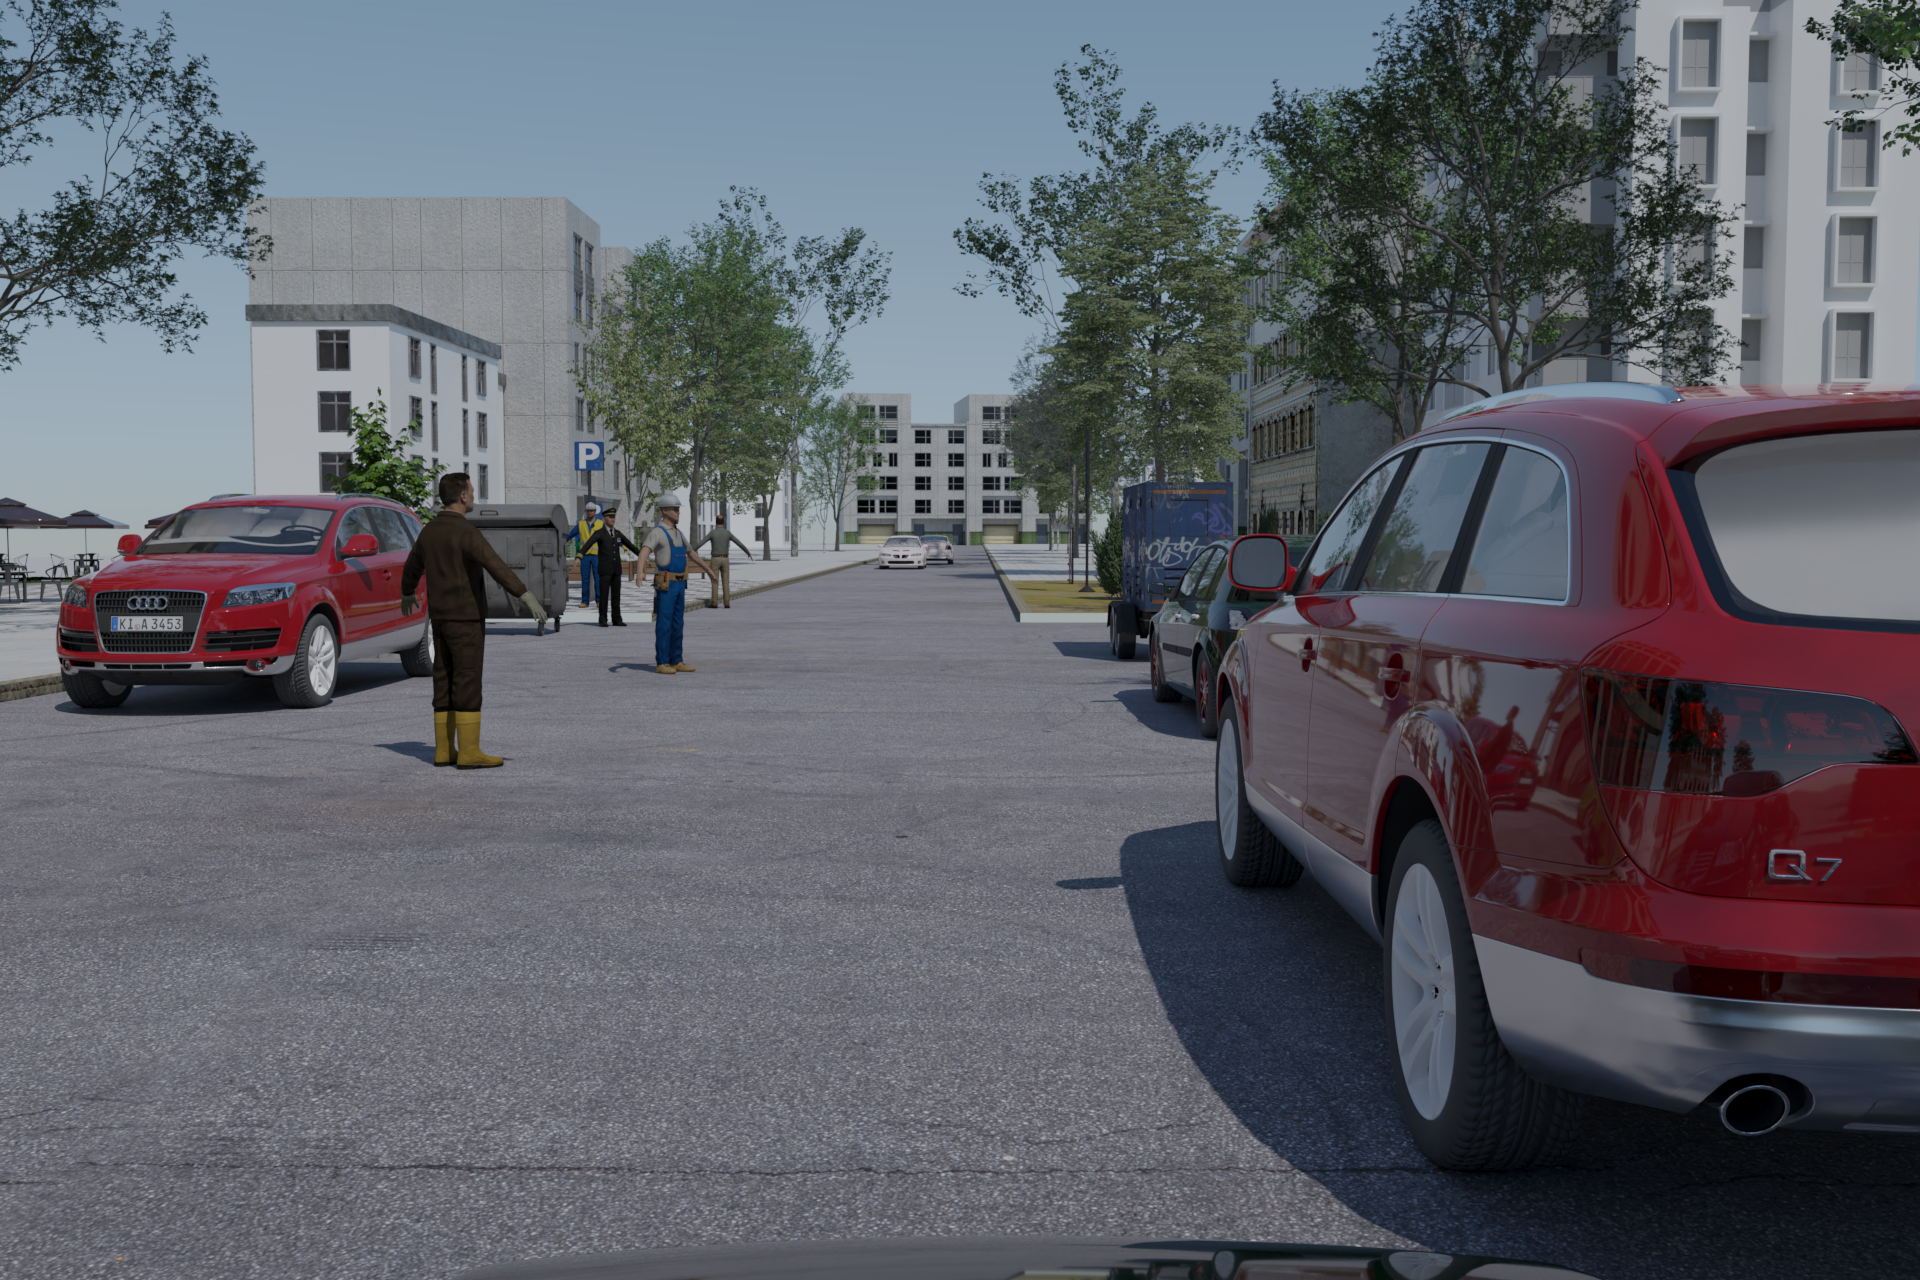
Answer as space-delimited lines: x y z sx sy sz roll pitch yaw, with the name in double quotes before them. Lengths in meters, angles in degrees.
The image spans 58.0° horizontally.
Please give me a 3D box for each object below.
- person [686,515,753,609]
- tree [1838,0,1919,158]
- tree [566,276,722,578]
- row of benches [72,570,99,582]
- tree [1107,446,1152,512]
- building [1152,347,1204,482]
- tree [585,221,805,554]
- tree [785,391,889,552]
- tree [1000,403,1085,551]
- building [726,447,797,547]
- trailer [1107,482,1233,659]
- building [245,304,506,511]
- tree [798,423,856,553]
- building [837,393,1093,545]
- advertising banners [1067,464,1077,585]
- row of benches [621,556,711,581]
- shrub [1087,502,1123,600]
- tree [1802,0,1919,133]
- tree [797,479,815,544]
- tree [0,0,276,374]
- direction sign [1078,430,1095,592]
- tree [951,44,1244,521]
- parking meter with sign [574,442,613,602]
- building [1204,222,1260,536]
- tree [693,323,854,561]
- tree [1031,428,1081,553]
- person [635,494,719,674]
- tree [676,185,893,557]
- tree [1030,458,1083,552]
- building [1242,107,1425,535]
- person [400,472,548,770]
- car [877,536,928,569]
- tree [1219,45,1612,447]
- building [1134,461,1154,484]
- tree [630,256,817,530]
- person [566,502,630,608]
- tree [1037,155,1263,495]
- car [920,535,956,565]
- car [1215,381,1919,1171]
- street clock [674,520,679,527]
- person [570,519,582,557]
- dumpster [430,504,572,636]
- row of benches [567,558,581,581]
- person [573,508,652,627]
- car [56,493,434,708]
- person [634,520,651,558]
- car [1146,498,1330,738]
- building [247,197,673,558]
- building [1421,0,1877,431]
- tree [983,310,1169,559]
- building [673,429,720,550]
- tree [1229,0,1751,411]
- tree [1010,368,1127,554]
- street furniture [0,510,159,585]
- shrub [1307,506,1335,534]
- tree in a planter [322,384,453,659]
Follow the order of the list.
"person" -4.632 -1.507 33.374 1.348 1.796 0.705 -1 4 -20
"tree" 8.163 -5.160 10.123 9.928 11.665 9.643 0 3 0
"tree" -9.347 -6.108 50.228 4.737 8.622 4.395 0 3 0
"row of benches" -13.723 -0.887 29.962 4.104 0.672 1.422 2 4 27
"tree" 23.267 -18.841 218.421 12.009 13.543 11.850 0 3 0
"building" 24.138 -19.202 170.374 16.016 20.090 11.380 0 4 1
"tree" -8.787 -8.058 57.503 9.928 11.665 9.643 0 3 0
"tree" -9.008 -12.279 126.518 9.928 11.665 9.643 0 3 0
"tree" 6.907 -12.591 131.625 9.928 11.665 9.643 0 3 0
"building" -21.462 -14.564 180.270 9.099 9.664 28.070 0 3 0
"trailer" 2.504 -0.845 20.870 1.471 1.999 3.904 0 3 0
"building" -24.976 -8.275 77.448 9.099 9.664 28.070 0 4 1
"tree" -9.137 -10.099 115.473 4.360 8.622 3.978 0 3 0
"building" 0.158 -21.800 225.339 31.486 18.905 16.747 0 4 -7
"advertising banners" 2.865 -2.943 44.305 0.090 3.025 2.074 0 4 0
"row of benches" -8.440 -1.992 48.024 1.422 0.672 4.104 3 5 45
"shrub" 3.378 -1.826 33.904 1.661 2.075 1.752 0 3 0
"tree" 23.929 -11.125 37.786 12.611 20.169 13.585 0 3 0
"tree" -20.704 -16.610 221.942 4.737 8.622 4.395 0 3 0
"tree" -12.824 -5.375 22.301 8.767 10.594 7.601 0 4 -3
"direction sign" 2.804 -2.824 38.177 0.379 3.537 0.876 0 4 0
"tree" 5.153 -13.098 70.034 12.611 20.169 13.585 0 3 0
"parking meter with sign" -6.972 -2.279 33.522 0.543 3.016 1.738 0 4 1
"building" 25.295 -14.671 106.325 16.747 18.905 31.486 0 4 1
"tree" -9.148 -9.606 82.809 9.928 11.665 9.643 0 3 0
"tree" 6.391 -10.271 118.299 4.737 8.622 4.395 0 3 0
"person" -2.965 -0.584 17.858 0.705 1.847 1.347 2 4 27
"tree" -10.782 -14.724 96.632 12.611 20.169 13.585 0 3 0
"tree" 7.030 -10.619 123.983 4.737 8.622 4.395 0 3 0
"building" 24.299 -15.300 81.076 19.493 23.208 18.063 0 4 0
"person" -3.060 -0.125 10.643 1.346 1.812 0.704 3 4 37
"car" -2.346 -3.629 71.699 2.083 1.381 4.827 0 4 1
"tree" 9.608 -6.810 37.100 9.928 11.665 9.643 0 3 0
"building" 25.257 -15.354 193.189 9.099 9.664 28.070 0 4 1
"tree" -9.798 -9.366 71.260 7.486 12.596 7.792 0 3 0
"person" -6.430 -1.482 30.197 1.349 1.833 0.705 0 4 -3
"tree" 5.845 -8.228 52.655 7.486 12.596 7.792 0 3 0
"car" -1.239 -4.279 82.329 2.083 1.381 4.827 0 4 -1
"car" 2.071 0.198 5.433 2.281 1.827 5.304 0 4 1
"street clock" -7.399 -2.457 44.743 0.358 2.002 0.471 0 4 1
"person" -13.344 -3.352 60.937 1.347 1.817 0.704 3 5 39
"dumpster" -6.583 -1.010 24.731 1.865 1.857 1.264 0 4 1
"row of benches" -9.448 -1.667 42.716 1.422 0.672 4.104 -1 4 -13
"person" -5.400 -1.125 26.781 1.347 1.837 0.705 -3 5 -40
"car" -6.270 -0.445 15.955 2.281 1.827 5.304 0 4 0
"person" -12.126 -3.693 66.512 0.705 1.813 1.348 3 5 43
"car" 2.526 -0.232 13.578 2.009 1.686 4.222 0 4 -1
"building" -28.881 -14.712 107.006 16.747 18.905 31.486 0 4 1
"building" 22.661 -12.716 64.321 16.016 20.090 11.380 0 4 0
"tree" 6.255 -11.059 91.186 12.009 13.543 11.850 0 3 0
"building" -25.401 -12.823 151.797 9.099 9.664 28.070 0 4 1
"tree" 8.332 -5.627 26.416 7.601 10.594 8.767 3 4 38
"tree" 6.571 -11.706 109.528 7.486 12.596 7.792 0 3 0
"street furniture" -29.373 -2.418 44.568 27.439 1.986 14.083 0 4 0
"shrub" 9.976 -2.563 46.328 1.690 2.028 1.600 0 3 0
"tree in a planter" -6.997 -1.444 20.824 1.991 3.239 1.994 0 4 1
